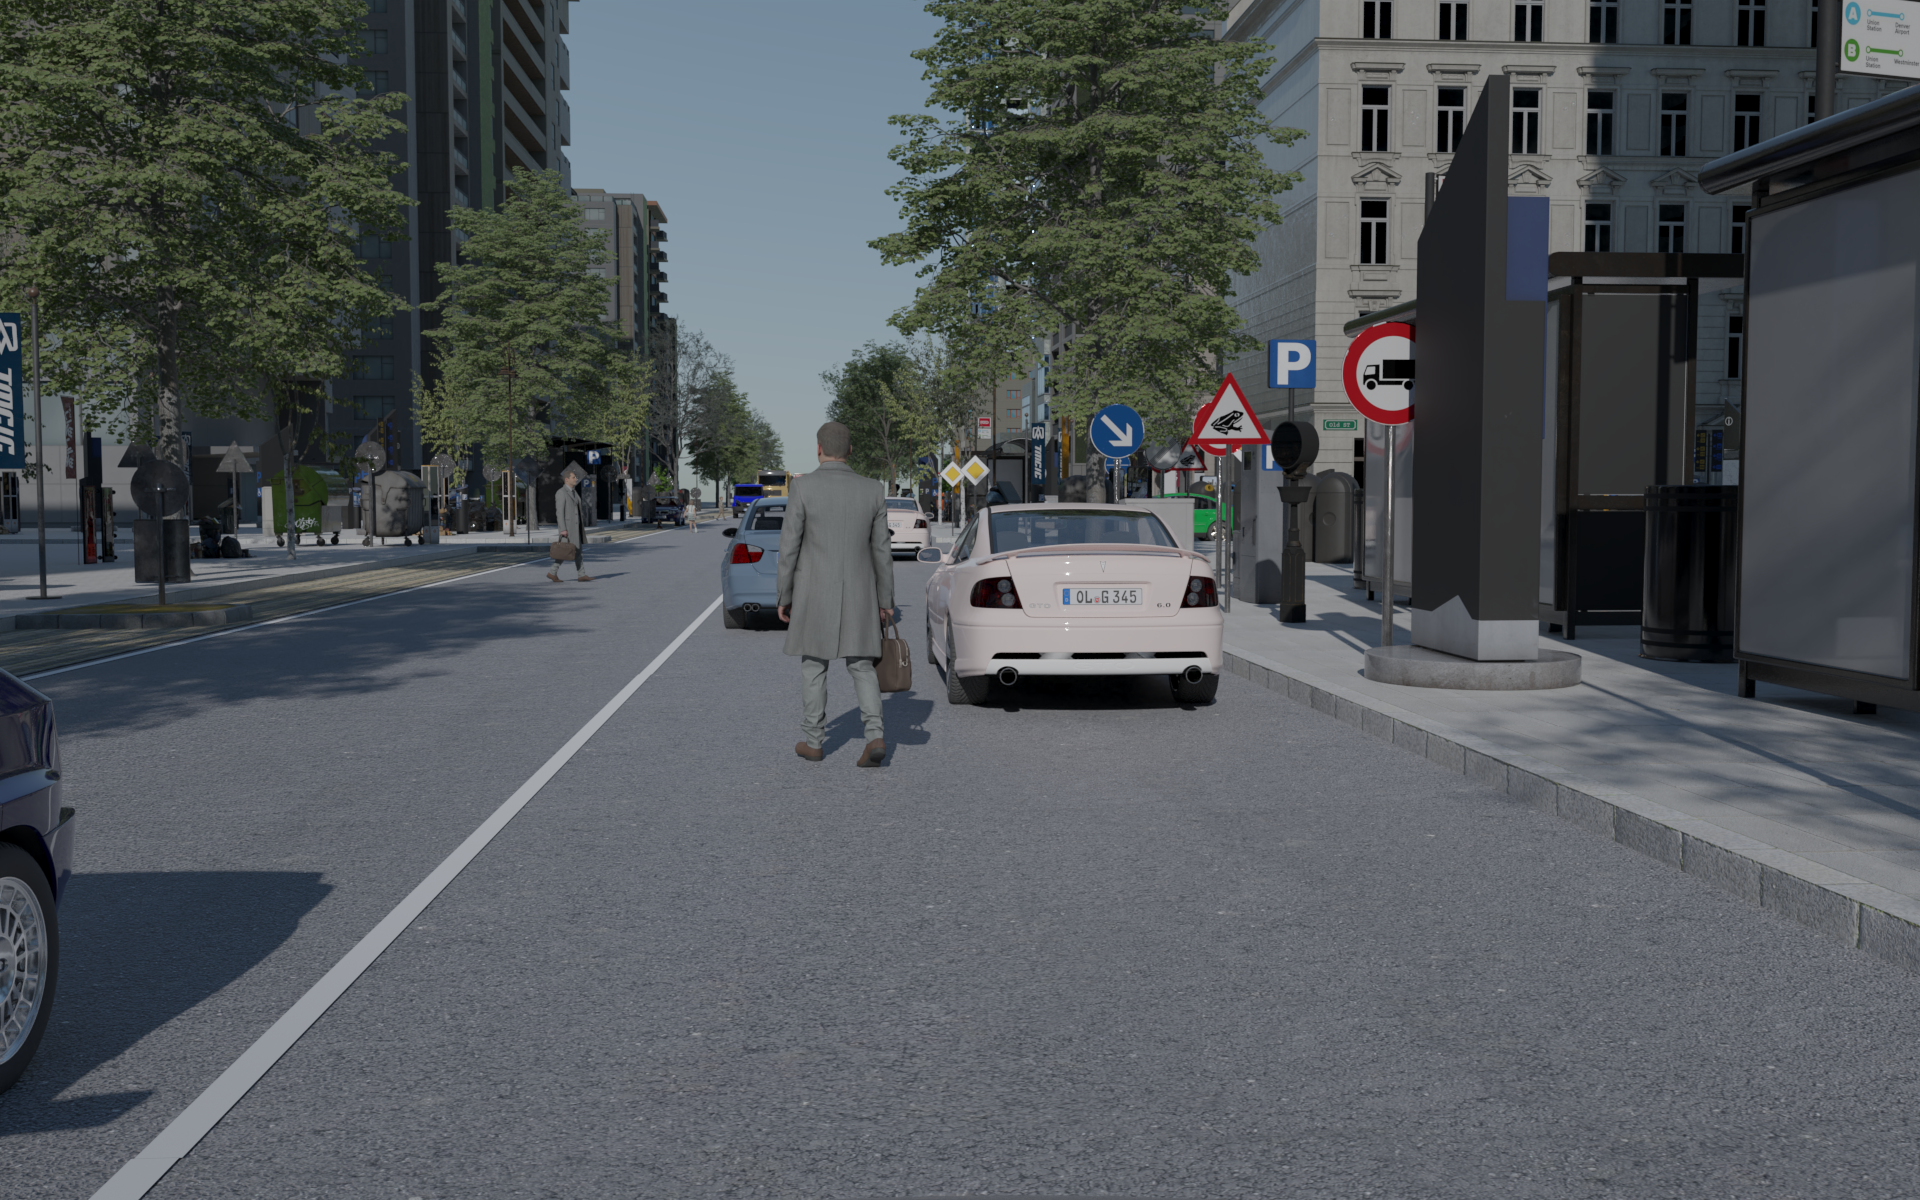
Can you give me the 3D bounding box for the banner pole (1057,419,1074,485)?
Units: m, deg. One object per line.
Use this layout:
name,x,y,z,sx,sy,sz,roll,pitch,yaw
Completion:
banner pole,3.554,-4.149,57.851,0.863,3.779,0.401,-3,4,-38

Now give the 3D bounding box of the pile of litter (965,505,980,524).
pile of litter,0.740,-3.626,73.244,1.176,0.858,1.719,-3,4,-37

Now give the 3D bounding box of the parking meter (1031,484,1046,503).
parking meter,2.021,-2.228,44.831,0.372,1.533,0.369,0,3,0

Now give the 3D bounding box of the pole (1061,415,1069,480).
pole,2.645,-3.043,43.591,0.158,3.312,0.155,0,3,0

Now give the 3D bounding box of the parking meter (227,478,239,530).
parking meter,-26.268,-3.480,62.606,0.399,1.863,0.255,-2,4,-27

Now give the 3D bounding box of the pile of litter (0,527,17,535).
pile of litter,-30.674,-2.497,54.798,1.719,0.858,1.176,0,4,0

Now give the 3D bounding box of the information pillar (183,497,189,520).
information pillar,-28.583,-3.622,63.708,0.304,2.012,0.304,0,3,0

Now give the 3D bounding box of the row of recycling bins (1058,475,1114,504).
row of recycling bins,2.879,-1.934,38.740,1.069,1.692,3.534,1,4,13

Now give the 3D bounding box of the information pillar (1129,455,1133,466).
information pillar,9.551,-6.449,96.793,0.183,3.616,0.504,-1,4,-9

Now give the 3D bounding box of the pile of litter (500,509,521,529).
pile of litter,-16.952,-3.019,63.328,1.719,0.858,1.176,1,4,20

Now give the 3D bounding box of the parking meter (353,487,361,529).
parking meter,-22.469,-3.433,64.537,0.372,1.533,0.369,0,3,0

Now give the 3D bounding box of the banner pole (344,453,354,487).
banner pole,-37.185,-7.056,105.383,0.863,3.779,0.401,0,4,4

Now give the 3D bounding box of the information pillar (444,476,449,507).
information pillar,-20.626,-3.958,69.212,0.304,2.012,0.304,2,4,23

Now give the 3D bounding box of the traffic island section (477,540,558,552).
traffic island section,-10.942,-1.321,43.881,2.009,0.180,2.903,0,4,-4

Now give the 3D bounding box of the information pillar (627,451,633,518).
information pillar,-18.078,-6.323,94.734,0.183,3.616,0.504,-2,4,-34

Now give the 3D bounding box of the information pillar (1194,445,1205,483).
information pillar,9.500,-4.736,68.788,0.183,3.616,0.504,-3,4,-38

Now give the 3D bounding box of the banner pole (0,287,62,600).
banner pole,-11.450,-1.899,21.066,0.863,3.779,0.401,0,4,-7

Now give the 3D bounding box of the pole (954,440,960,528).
pole,-0.115,-4.382,65.490,0.158,3.312,0.155,0,3,0

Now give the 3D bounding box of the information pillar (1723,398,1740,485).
information pillar,18.831,-3.114,42.268,0.183,3.616,0.504,-2,4,-27

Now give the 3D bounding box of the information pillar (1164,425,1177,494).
information pillar,6.931,-4.031,57.267,0.504,3.616,0.183,2,4,32

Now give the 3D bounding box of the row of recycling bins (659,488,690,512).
row of recycling bins,-20.212,-7.038,122.187,1.069,1.692,3.534,1,4,21

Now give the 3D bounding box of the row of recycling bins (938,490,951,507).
row of recycling bins,-1.145,-6.858,119.233,1.069,1.692,3.534,-1,4,-18

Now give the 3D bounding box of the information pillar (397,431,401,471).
information pillar,-20.898,-4.457,64.229,0.183,3.616,0.504,1,4,19

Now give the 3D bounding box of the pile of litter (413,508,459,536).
pile of litter,-16.217,-2.416,53.474,1.176,0.858,1.719,-3,5,-40

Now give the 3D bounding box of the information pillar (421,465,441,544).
information pillar,-13.546,-2.436,44.314,0.304,2.012,0.304,2,4,35

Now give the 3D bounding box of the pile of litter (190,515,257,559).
pile of litter,-15.051,-1.267,34.683,1.719,0.858,1.176,-1,4,-8

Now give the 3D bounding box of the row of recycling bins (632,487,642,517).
row of recycling bins,-18.533,-5.672,99.853,1.069,1.692,3.534,0,4,-4

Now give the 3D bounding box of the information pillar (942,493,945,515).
information pillar,-1.067,-5.965,102.013,0.304,2.012,0.304,1,4,11

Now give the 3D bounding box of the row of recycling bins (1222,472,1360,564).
row of recycling bins,6.418,-1.605,33.357,1.069,1.692,3.534,-2,4,-25

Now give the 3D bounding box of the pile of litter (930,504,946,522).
pile of litter,-1.442,-4.052,80.214,1.719,0.858,1.176,1,4,15

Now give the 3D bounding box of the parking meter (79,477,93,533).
parking meter,-29.141,-3.184,57.774,0.399,1.863,0.255,1,4,22

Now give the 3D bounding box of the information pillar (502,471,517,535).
information pillar,-14.286,-3.085,54.925,0.304,2.012,0.304,2,4,34

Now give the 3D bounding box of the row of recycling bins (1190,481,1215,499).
row of recycling bins,8.935,-2.914,54.758,3.534,1.692,1.069,0,4,-4

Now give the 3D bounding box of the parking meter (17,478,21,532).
parking meter,-32.134,-3.251,58.857,0.255,1.863,0.399,-1,4,-13

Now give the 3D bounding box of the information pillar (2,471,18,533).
information pillar,-30.954,-3.177,56.442,0.304,2.012,0.304,1,4,11

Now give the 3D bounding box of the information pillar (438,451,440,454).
information pillar,-28.201,-6.276,93.961,0.183,3.616,0.504,-2,4,-32

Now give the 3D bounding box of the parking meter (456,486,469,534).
parking meter,-15.891,-2.867,55.281,0.372,1.533,0.369,0,3,0

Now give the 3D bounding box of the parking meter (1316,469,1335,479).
parking meter,8.436,-2.102,40.072,0.399,1.863,0.255,3,5,42

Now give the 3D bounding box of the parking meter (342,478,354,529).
parking meter,-22.312,-3.508,63.064,0.255,1.863,0.399,1,4,16

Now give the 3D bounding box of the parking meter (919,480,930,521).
parking meter,-1.407,-3.905,69.559,0.399,1.863,0.255,-3,5,-41

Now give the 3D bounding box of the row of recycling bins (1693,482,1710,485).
row of recycling bins,24.188,-3.126,58.219,3.534,1.692,1.069,-3,4,-37

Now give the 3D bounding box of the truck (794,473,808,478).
truck,-21.279,-15.096,235.735,2.839,4.237,11.283,0,4,-3

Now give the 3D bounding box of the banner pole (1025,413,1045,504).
banner pole,2.270,-3.885,53.538,0.863,3.779,0.401,-1,4,-19

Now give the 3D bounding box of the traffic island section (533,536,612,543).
traffic island section,-11.558,-1.808,51.843,2.009,0.180,2.903,0,4,-4

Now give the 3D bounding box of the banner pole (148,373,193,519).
banner pole,-16.518,-2.811,35.973,0.401,3.779,0.863,2,4,33

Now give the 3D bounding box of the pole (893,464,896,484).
pole,-4.528,-7.668,119.222,0.158,3.312,0.155,0,3,0
